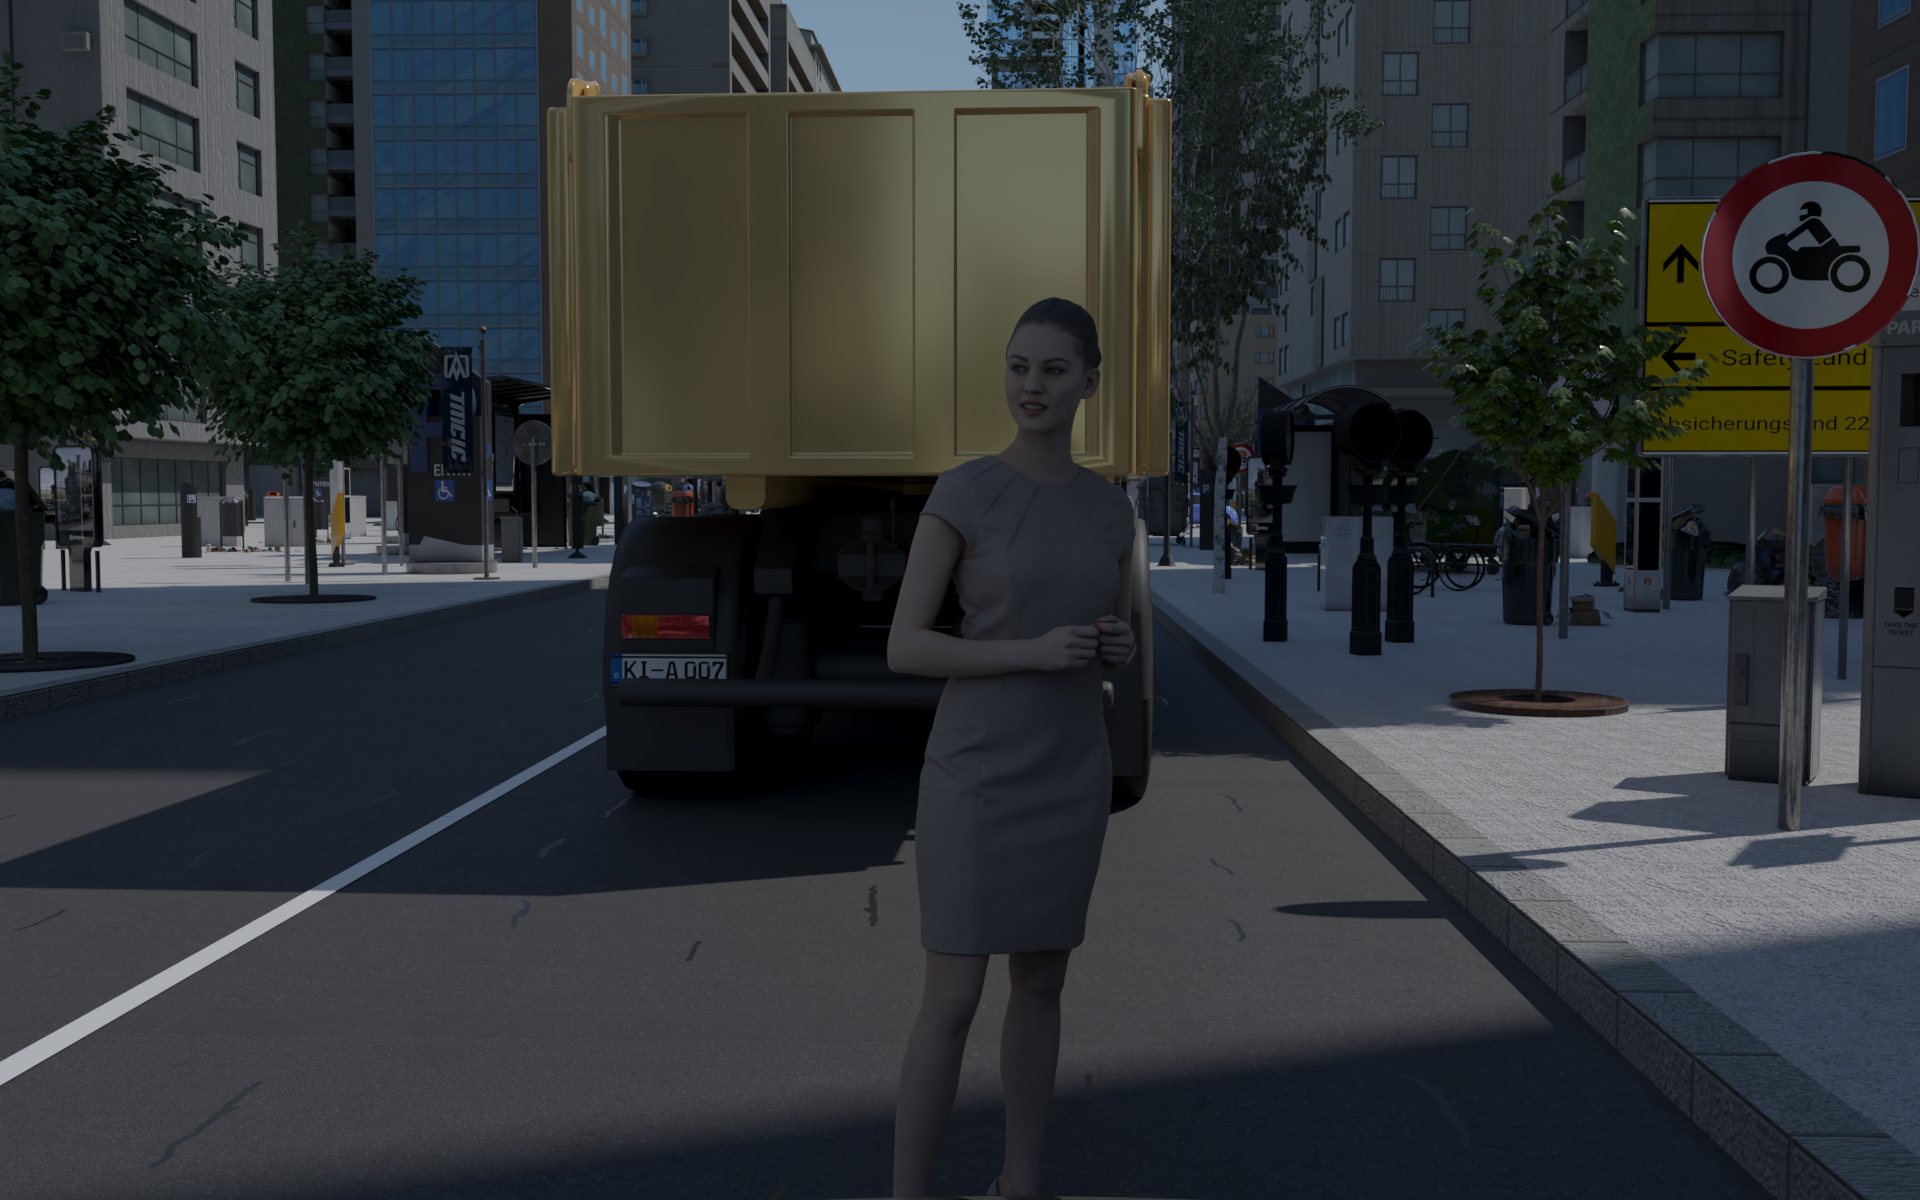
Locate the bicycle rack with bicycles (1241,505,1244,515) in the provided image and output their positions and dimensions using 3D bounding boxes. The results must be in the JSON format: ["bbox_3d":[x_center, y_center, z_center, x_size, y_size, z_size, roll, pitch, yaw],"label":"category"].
[{"bbox_3d":[18.678,-5.635,105.516,2.852,0.926,2.925,-3,5,-45],"label":"bicycle rack with bicycles"}]

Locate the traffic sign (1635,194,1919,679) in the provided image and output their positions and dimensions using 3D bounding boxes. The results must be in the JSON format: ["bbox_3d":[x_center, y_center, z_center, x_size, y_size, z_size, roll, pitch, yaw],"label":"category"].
[{"bbox_3d":[5.792,-1.103,11.913,2.265,3.308,0.079,0,4,3],"label":"traffic sign"}]

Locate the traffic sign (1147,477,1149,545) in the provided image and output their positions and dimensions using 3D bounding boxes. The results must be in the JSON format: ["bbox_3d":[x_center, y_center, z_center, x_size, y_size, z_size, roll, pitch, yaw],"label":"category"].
[{"bbox_3d":[4.561,-2.441,42.035,0.606,2.300,0.079,0,4,4],"label":"traffic sign"}]

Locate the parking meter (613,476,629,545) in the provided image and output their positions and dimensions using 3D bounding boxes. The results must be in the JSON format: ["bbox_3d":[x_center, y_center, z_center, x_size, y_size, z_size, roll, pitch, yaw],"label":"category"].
[{"bbox_3d":[-8.574,-2.332,43.836,0.255,1.863,0.399,1,4,14],"label":"parking meter"}]

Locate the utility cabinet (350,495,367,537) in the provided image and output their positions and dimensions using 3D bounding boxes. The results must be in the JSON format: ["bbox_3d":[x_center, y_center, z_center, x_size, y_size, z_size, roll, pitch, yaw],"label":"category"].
[{"bbox_3d":[-18.199,-2.490,51.865,0.306,1.237,1.020,1,4,14],"label":"utility cabinet"}]

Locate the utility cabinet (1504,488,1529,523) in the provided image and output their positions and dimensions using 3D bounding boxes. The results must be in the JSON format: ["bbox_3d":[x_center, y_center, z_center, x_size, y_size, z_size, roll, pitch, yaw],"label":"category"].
[{"bbox_3d":[19.287,-3.191,60.844,0.318,1.500,1.173,-3,4,-36],"label":"utility cabinet"}]

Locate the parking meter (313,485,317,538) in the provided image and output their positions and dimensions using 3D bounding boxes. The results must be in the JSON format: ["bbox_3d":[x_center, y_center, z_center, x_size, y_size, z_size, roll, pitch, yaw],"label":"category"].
[{"bbox_3d":[-19.020,-2.584,50.665,0.372,1.533,0.369,0,3,0],"label":"parking meter"}]

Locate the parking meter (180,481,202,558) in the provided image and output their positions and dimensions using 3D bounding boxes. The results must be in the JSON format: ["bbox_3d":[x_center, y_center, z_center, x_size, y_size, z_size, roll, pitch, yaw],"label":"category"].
[{"bbox_3d":[-15.468,-1.616,34.832,0.372,1.533,0.369,0,3,0],"label":"parking meter"}]

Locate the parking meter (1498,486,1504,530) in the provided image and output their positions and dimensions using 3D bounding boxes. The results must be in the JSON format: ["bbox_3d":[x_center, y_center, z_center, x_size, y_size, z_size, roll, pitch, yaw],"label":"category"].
[{"bbox_3d":[15.937,-2.628,51.372,0.372,1.533,0.369,0,3,0],"label":"parking meter"}]

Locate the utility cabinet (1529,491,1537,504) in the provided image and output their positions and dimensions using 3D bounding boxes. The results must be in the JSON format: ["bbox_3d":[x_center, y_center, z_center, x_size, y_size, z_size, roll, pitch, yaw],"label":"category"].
[{"bbox_3d":[23.011,-3.731,69.686,0.318,1.500,1.173,-2,4,-26],"label":"utility cabinet"}]

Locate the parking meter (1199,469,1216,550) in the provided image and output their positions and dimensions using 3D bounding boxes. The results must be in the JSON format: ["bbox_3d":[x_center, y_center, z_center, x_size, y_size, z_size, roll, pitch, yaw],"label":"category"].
[{"bbox_3d":[5.705,-2.075,39.639,0.399,1.863,0.255,3,5,39],"label":"parking meter"}]

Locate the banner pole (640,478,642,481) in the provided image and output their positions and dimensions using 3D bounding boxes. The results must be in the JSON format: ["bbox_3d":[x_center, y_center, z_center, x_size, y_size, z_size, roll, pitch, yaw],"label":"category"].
[{"bbox_3d":[-18.996,-6.840,101.859,0.863,3.779,0.401,-1,4,-21],"label":"banner pole"}]

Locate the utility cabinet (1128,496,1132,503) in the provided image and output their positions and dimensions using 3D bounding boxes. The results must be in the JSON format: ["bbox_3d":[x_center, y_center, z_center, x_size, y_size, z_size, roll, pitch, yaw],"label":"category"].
[{"bbox_3d":[4.757,-2.574,53.249,1.020,1.237,0.306,1,4,17],"label":"utility cabinet"}]

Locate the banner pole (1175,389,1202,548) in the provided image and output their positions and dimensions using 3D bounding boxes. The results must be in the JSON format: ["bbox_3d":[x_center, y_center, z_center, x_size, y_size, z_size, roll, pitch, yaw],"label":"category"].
[{"bbox_3d":[5.387,-3.141,41.371,0.863,3.779,0.401,-3,5,-42],"label":"banner pole"}]

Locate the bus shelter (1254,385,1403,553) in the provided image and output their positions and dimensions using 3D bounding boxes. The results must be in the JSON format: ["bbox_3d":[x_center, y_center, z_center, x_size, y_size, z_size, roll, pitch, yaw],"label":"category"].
[{"bbox_3d":[7.280,-2.505,34.876,2.014,3.302,5.546,0,4,2],"label":"bus shelter"}]

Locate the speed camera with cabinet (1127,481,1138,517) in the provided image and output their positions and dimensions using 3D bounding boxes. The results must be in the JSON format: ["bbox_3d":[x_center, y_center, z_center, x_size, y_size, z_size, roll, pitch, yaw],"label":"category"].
[{"bbox_3d":[6.271,-4.334,65.196,0.660,3.252,2.038,0,4,-6],"label":"speed camera with cabinet"}]

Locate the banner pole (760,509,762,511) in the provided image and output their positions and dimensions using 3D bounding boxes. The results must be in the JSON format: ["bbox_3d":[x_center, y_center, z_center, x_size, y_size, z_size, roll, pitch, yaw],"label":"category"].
[{"bbox_3d":[-8.030,-4.775,68.086,0.863,3.779,0.401,1,4,19],"label":"banner pole"}]

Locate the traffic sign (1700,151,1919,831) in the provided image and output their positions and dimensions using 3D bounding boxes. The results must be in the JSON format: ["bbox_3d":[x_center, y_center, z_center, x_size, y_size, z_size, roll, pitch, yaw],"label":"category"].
[{"bbox_3d":[3.172,-0.394,6.548,0.768,2.556,0.104,1,4,10],"label":"traffic sign"}]

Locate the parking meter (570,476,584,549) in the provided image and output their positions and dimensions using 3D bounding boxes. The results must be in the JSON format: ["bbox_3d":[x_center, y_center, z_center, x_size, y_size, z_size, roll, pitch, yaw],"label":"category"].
[{"bbox_3d":[-9.015,-2.143,40.754,0.255,1.863,0.399,-1,4,-21],"label":"parking meter"}]

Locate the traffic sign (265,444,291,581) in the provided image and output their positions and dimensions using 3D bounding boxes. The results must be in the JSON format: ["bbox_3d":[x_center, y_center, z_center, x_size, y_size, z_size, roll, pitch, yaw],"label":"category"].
[{"bbox_3d":[-9.887,-1.547,25.402,0.768,2.556,0.104,0,4,7],"label":"traffic sign"}]

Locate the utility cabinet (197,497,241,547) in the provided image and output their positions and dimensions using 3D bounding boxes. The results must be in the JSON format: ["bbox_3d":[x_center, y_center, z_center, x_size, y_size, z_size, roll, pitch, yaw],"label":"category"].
[{"bbox_3d":[-18.196,-1.916,42.484,1.020,1.237,0.306,0,4,3],"label":"utility cabinet"}]

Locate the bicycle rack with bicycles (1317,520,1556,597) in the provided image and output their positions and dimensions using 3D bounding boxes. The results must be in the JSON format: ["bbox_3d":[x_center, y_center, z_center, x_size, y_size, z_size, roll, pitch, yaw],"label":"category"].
[{"bbox_3d":[5.972,-0.583,22.921,2.852,0.926,2.925,-3,4,-39],"label":"bicycle rack with bicycles"}]

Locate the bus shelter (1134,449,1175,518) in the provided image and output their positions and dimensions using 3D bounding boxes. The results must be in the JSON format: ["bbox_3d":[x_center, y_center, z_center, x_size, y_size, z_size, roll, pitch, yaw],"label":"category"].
[{"bbox_3d":[7.478,-4.652,69.988,2.014,3.302,5.546,0,4,2],"label":"bus shelter"}]

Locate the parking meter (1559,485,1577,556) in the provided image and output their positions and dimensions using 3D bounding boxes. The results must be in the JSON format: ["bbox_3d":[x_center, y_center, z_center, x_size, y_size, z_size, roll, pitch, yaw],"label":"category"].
[{"bbox_3d":[12.477,-1.826,35.569,0.255,1.863,0.399,0,4,4],"label":"parking meter"}]

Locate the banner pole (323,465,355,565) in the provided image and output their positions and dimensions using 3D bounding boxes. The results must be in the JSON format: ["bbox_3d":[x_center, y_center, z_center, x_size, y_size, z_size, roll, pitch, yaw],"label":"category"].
[{"bbox_3d":[-11.395,-2.533,31.425,0.863,3.779,0.401,2,4,27],"label":"banner pole"}]

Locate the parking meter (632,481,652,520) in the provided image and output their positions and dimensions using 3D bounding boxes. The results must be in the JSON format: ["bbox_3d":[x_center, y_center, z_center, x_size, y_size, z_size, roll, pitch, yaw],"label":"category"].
[{"bbox_3d":[-5.934,-1.463,32.335,0.372,1.533,0.369,0,3,0],"label":"parking meter"}]

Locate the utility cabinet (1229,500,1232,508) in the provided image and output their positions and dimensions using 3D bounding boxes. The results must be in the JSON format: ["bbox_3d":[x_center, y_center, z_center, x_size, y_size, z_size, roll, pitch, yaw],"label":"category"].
[{"bbox_3d":[12.583,-4.423,83.473,1.020,1.237,0.306,2,4,35],"label":"utility cabinet"}]

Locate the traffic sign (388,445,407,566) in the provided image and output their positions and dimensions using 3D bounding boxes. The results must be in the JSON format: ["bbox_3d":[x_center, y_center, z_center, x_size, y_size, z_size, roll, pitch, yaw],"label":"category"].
[{"bbox_3d":[-9.936,-1.880,30.750,0.884,2.594,0.081,0,4,7],"label":"traffic sign"}]

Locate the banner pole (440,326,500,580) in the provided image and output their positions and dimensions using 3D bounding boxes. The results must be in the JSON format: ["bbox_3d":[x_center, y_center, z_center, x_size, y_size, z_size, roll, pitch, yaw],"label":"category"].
[{"bbox_3d":[-7.345,-2.195,25.913,0.863,3.779,0.401,0,4,-2],"label":"banner pole"}]

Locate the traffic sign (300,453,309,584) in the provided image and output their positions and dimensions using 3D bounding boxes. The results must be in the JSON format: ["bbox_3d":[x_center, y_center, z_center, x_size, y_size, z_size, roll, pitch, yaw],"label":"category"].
[{"bbox_3d":[-9.282,-1.502,24.554,0.884,2.594,0.081,0,4,4],"label":"traffic sign"}]

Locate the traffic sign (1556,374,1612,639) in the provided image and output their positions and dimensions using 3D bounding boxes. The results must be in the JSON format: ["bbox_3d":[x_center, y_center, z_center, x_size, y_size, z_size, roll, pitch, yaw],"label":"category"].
[{"bbox_3d":[5.351,-0.929,15.289,0.768,2.556,0.104,1,4,10],"label":"traffic sign"}]

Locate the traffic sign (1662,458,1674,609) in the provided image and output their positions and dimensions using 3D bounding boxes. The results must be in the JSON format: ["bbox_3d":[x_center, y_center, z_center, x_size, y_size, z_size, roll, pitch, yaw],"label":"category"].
[{"bbox_3d":[7.867,-1.169,19.218,0.768,2.556,0.104,1,4,11],"label":"traffic sign"}]

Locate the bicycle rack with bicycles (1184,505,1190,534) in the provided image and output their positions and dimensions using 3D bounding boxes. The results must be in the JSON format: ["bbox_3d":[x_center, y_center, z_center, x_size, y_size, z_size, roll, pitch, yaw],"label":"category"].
[{"bbox_3d":[7.517,-2.614,56.129,2.852,0.926,2.925,0,4,6],"label":"bicycle rack with bicycles"}]

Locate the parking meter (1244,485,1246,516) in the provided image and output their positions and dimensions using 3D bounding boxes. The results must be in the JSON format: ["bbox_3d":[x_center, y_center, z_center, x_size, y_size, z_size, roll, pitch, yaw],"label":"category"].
[{"bbox_3d":[16.516,-5.729,99.387,0.255,1.863,0.399,3,5,39],"label":"parking meter"}]

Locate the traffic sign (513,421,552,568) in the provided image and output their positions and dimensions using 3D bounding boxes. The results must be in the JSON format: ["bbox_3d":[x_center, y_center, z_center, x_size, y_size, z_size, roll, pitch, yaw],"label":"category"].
[{"bbox_3d":[-7.396,-1.832,30.058,0.768,2.556,0.104,0,4,8],"label":"traffic sign"}]

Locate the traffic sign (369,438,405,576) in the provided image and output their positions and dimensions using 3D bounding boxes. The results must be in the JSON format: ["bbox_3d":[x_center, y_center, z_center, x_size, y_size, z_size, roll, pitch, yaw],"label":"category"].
[{"bbox_3d":[-9.069,-1.659,27.228,0.768,2.556,0.104,1,4,9],"label":"traffic sign"}]

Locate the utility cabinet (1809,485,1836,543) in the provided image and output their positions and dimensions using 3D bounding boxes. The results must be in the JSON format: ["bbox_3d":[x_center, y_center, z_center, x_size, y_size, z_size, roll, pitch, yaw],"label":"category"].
[{"bbox_3d":[20.285,-1.943,40.449,1.173,1.500,0.318,-1,4,-16],"label":"utility cabinet"}]

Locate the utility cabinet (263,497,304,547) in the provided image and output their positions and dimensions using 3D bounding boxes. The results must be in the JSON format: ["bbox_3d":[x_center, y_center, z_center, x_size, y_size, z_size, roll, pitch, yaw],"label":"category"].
[{"bbox_3d":[-16.384,-1.897,42.176,1.020,1.237,0.306,-1,4,-10],"label":"utility cabinet"}]

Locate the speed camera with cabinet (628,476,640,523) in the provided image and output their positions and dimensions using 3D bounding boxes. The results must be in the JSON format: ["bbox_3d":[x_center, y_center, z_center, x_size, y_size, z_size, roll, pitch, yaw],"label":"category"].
[{"bbox_3d":[-9.097,-3.235,47.233,0.660,3.252,2.038,-1,4,-13],"label":"speed camera with cabinet"}]

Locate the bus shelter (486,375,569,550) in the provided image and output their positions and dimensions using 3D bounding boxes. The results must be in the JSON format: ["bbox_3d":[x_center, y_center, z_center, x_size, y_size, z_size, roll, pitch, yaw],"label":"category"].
[{"bbox_3d":[-9.753,-2.812,37.265,1.731,3.624,6.357,0,4,2],"label":"bus shelter"}]

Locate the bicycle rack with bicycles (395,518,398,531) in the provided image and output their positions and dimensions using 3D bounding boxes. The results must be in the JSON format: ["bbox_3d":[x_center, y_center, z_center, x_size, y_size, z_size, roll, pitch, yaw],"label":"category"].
[{"bbox_3d":[-16.645,-2.635,56.469,2.925,0.926,2.852,3,5,42],"label":"bicycle rack with bicycles"}]

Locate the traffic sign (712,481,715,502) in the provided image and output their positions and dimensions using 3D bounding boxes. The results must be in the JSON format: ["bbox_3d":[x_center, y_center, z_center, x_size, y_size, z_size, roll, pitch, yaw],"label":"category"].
[{"bbox_3d":[-7.361,-3.162,51.797,0.768,2.556,0.104,1,4,11],"label":"traffic sign"}]

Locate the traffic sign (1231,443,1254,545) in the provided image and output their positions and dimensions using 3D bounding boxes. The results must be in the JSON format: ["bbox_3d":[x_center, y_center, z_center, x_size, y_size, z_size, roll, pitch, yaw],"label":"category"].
[{"bbox_3d":[6.955,-2.625,43.026,0.768,2.556,0.104,0,4,7],"label":"traffic sign"}]

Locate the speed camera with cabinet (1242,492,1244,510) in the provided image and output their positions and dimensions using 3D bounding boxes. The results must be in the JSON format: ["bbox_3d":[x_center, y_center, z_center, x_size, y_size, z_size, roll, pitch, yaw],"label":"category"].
[{"bbox_3d":[23.599,-9.058,142.438,2.038,3.252,0.660,0,4,6],"label":"speed camera with cabinet"}]
